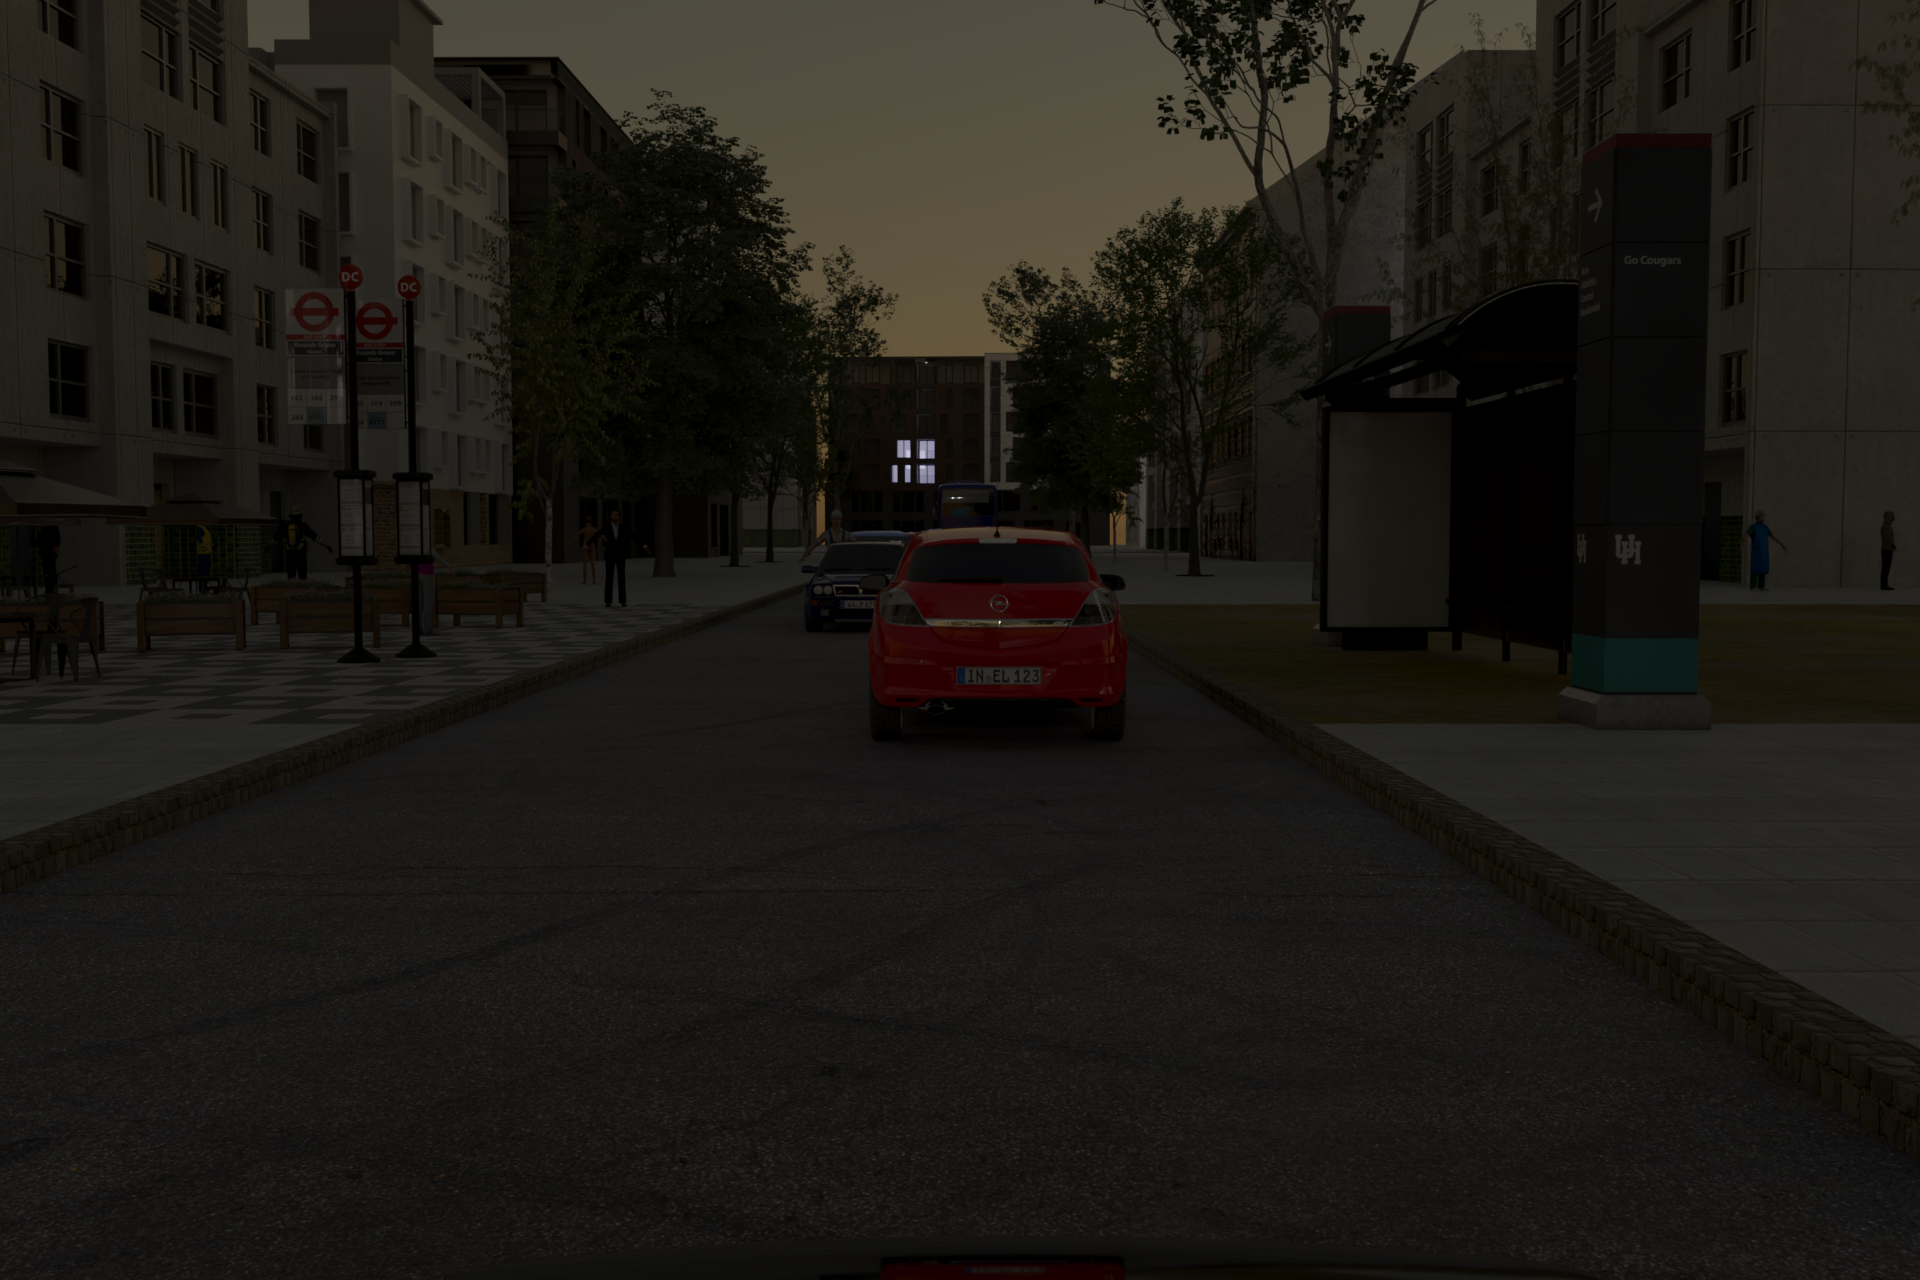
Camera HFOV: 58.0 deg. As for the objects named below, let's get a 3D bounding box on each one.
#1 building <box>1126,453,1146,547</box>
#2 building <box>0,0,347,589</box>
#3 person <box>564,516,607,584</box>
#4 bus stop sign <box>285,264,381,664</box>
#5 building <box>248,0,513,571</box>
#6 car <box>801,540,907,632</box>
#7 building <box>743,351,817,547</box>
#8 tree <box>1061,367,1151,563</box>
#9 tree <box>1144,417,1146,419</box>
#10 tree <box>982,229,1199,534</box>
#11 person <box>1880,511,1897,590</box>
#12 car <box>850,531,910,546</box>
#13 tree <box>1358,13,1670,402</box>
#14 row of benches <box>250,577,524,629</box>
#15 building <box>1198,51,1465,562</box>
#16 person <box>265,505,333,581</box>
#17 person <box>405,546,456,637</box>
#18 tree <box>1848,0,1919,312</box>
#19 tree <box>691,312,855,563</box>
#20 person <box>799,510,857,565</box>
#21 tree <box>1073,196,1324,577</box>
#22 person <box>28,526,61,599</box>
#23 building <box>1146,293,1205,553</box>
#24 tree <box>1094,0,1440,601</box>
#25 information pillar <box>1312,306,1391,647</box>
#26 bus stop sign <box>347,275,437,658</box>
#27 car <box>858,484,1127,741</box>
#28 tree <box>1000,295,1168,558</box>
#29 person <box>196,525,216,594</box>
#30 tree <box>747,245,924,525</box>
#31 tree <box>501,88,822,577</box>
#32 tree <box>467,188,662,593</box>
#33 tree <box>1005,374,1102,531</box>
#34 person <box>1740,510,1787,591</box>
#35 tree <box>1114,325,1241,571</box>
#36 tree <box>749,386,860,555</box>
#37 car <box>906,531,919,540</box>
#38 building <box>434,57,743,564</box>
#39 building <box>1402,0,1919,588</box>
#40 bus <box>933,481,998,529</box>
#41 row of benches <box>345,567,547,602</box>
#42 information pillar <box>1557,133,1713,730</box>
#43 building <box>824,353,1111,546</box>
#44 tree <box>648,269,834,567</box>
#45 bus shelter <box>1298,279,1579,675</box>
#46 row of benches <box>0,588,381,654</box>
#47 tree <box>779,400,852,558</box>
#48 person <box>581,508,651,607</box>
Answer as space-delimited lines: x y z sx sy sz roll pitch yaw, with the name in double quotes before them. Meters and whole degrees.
"building" 21.667 -13.702 166.173 9.099 9.664 28.070 0 3 0
"building" -28.899 -10.736 41.990 16.747 18.905 31.486 0 4 0
"person" -9.507 -2.291 44.260 1.217 1.733 0.721 -2 4 -27
"bus stop sign" -6.243 -1.745 17.233 0.855 3.939 0.416 0 4 -1
"building" -24.152 -12.508 60.920 16.016 20.090 11.380 0 4 1
"car" -1.423 -0.861 26.665 1.945 1.354 3.894 0 3 0
"building" -24.474 -19.297 181.960 16.747 18.905 31.486 0 4 -1
"tree" 6.646 -7.648 75.410 4.737 8.622 4.395 0 3 0
"tree" 25.026 -21.313 204.359 12.611 20.169 13.585 0 3 0
"tree" 8.280 -15.349 106.839 12.611 20.169 13.585 0 3 0
"person" 21.283 -2.053 39.694 0.705 1.813 1.348 2 4 24
"car" -1.576 -1.438 33.107 1.945 1.707 3.694 0 4 0
"tree" 8.381 -4.530 24.431 4.360 8.622 3.978 0 3 0
"row of benches" -8.124 -0.539 24.269 4.104 0.672 1.422 1 4 15
"building" 22.863 -15.741 88.294 19.493 23.208 18.063 0 4 0
"person" -13.286 -1.770 34.722 1.354 1.856 0.705 0 4 0
"person" -6.674 -0.764 21.752 0.991 1.433 0.599 3 4 37
"tree" 10.721 -4.113 17.617 4.360 8.622 3.978 0 3 0
"tree" -8.417 -9.301 77.822 9.928 11.665 9.643 0 3 0
"person" -2.110 -1.306 29.660 1.347 1.847 0.705 -1 4 -15
"tree" 7.216 -7.743 52.353 9.928 11.665 9.643 0 3 0
"person" -17.950 -1.702 34.058 1.346 1.802 0.704 3 5 42
"building" 24.369 -16.334 133.512 16.747 18.905 31.486 0 4 0
"tree" 5.784 -10.866 33.544 12.611 20.169 13.585 0 3 0
"information pillar" 4.556 -1.874 20.014 0.750 3.857 0.750 0 4 -2
"bus stop sign" -5.894 -1.789 17.959 0.855 3.939 0.416 0 4 1
"car" 0.258 -0.272 13.486 2.155 1.783 4.494 0 3 0
"tree" 6.691 -11.335 91.977 9.857 13.997 8.962 0 3 0
"person" -15.789 -1.828 36.359 0.721 1.772 1.216 -1 4 -13
"tree" -8.887 -15.915 116.107 12.611 20.169 13.585 0 3 0
"tree" -8.849 -8.866 51.619 9.857 13.997 8.962 0 3 0
"tree" -8.916 -5.360 37.990 4.737 8.622 4.395 0 3 0
"tree" 7.006 -12.264 118.648 7.486 12.596 7.792 0 3 0
"person" 17.975 -2.004 38.887 1.347 1.817 0.704 -1 4 -22
"tree" 7.018 -6.748 60.687 4.360 8.622 3.978 0 3 0
"tree" -9.438 -10.355 103.710 7.601 10.594 8.767 0 4 2
"car" -1.292 -2.689 53.013 2.155 1.783 4.494 0 4 0
"building" -27.545 -15.104 90.920 27.936 21.610 32.646 0 4 1
"building" 26.947 -11.619 56.435 16.747 18.905 31.486 0 4 -1
"bus" 0.223 -5.364 79.247 2.896 3.916 12.251 0 4 -1
"row of benches" -9.220 -0.956 31.086 1.422 0.672 4.104 3 4 36
"information pillar" 4.537 -1.358 11.582 0.750 3.857 0.750 0 4 0
"building" 1.268 -22.110 207.933 32.646 21.610 27.936 0 4 3
"tree" -8.642 -8.658 67.319 9.928 11.665 9.643 0 3 0
"bus shelter" 4.769 -1.383 16.543 2.014 3.302 5.546 0 3 0
"row of benches" -8.390 -0.225 19.140 4.104 0.672 1.422 -1 4 -19
"tree" -8.084 -8.750 93.428 4.737 8.622 4.395 0 3 0
"person" -6.072 -1.457 30.550 1.216 1.740 0.721 -1 4 -19
